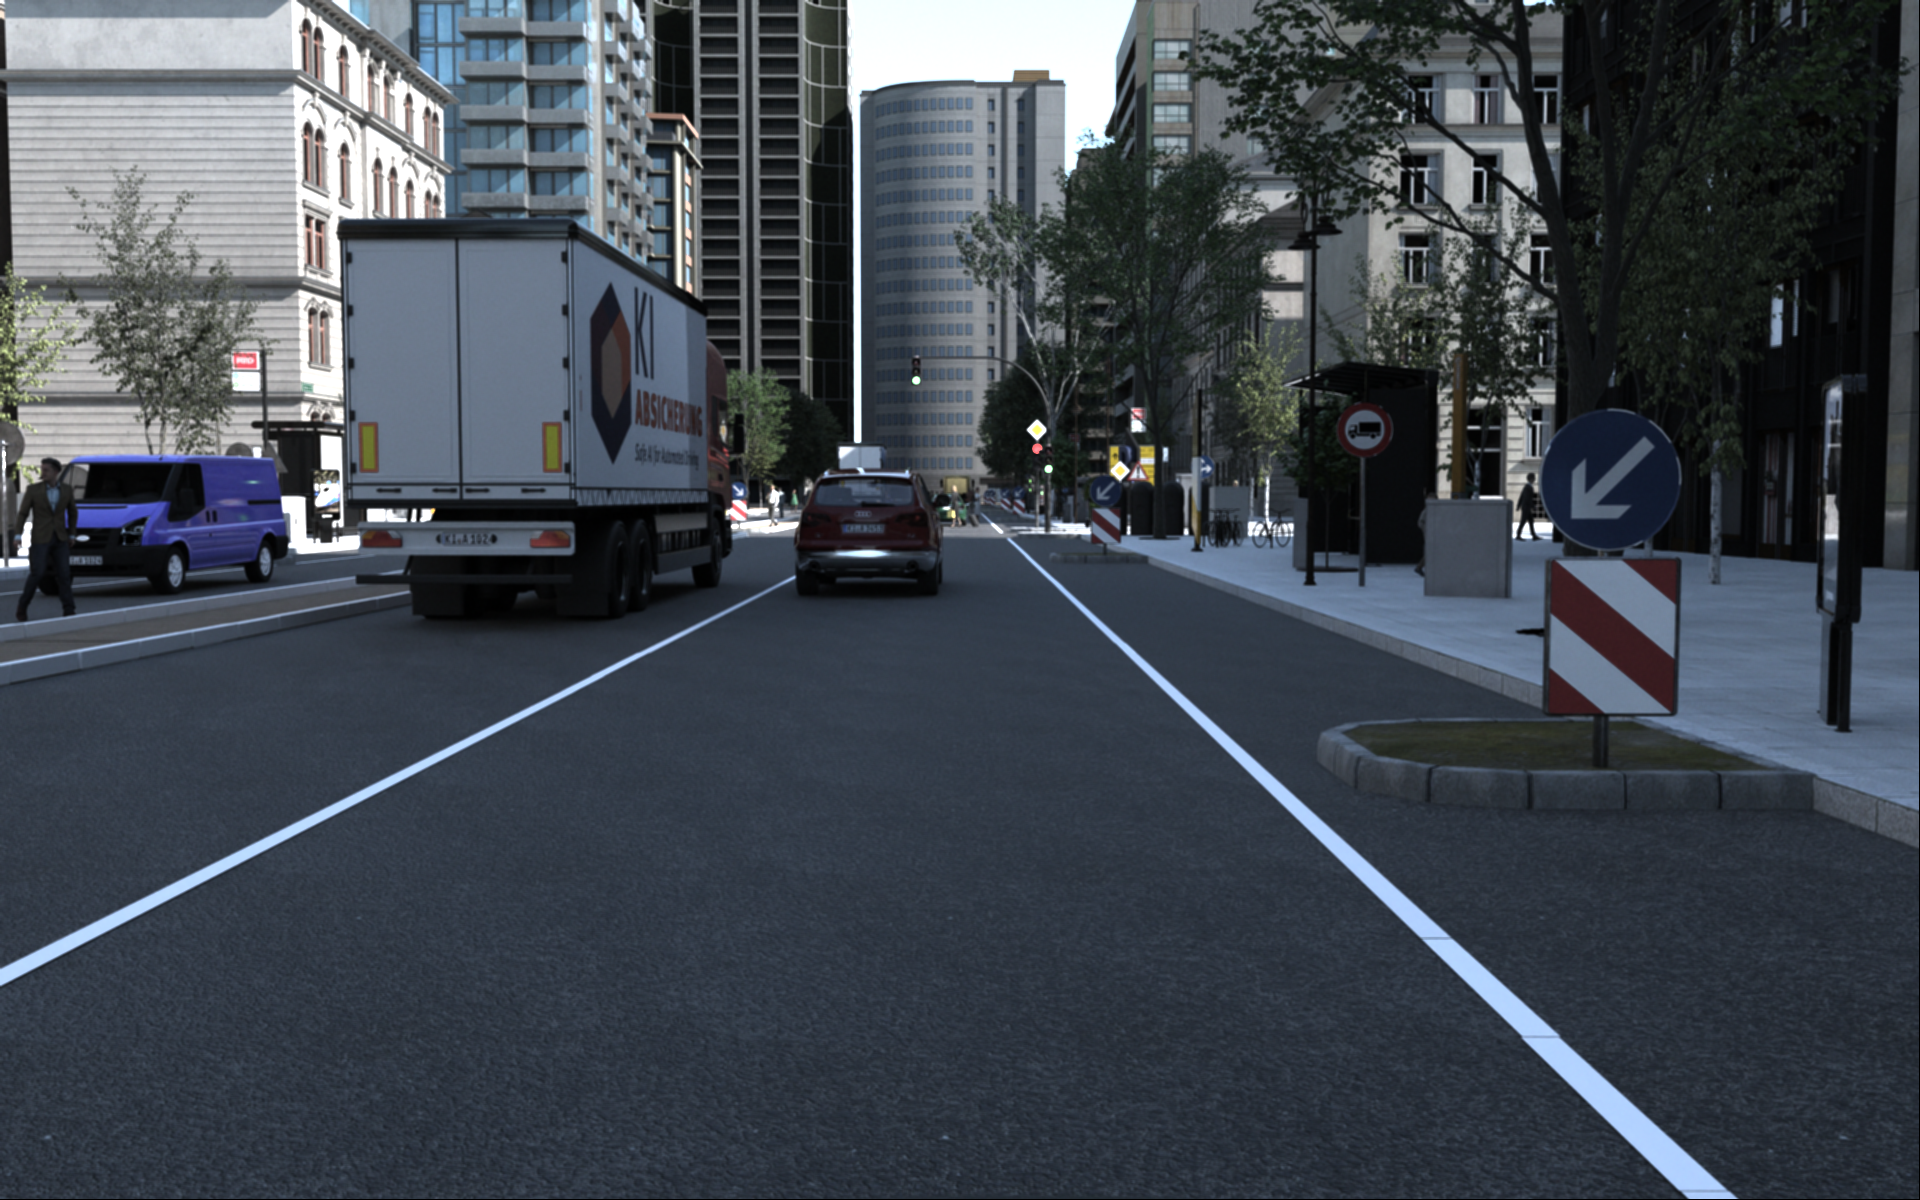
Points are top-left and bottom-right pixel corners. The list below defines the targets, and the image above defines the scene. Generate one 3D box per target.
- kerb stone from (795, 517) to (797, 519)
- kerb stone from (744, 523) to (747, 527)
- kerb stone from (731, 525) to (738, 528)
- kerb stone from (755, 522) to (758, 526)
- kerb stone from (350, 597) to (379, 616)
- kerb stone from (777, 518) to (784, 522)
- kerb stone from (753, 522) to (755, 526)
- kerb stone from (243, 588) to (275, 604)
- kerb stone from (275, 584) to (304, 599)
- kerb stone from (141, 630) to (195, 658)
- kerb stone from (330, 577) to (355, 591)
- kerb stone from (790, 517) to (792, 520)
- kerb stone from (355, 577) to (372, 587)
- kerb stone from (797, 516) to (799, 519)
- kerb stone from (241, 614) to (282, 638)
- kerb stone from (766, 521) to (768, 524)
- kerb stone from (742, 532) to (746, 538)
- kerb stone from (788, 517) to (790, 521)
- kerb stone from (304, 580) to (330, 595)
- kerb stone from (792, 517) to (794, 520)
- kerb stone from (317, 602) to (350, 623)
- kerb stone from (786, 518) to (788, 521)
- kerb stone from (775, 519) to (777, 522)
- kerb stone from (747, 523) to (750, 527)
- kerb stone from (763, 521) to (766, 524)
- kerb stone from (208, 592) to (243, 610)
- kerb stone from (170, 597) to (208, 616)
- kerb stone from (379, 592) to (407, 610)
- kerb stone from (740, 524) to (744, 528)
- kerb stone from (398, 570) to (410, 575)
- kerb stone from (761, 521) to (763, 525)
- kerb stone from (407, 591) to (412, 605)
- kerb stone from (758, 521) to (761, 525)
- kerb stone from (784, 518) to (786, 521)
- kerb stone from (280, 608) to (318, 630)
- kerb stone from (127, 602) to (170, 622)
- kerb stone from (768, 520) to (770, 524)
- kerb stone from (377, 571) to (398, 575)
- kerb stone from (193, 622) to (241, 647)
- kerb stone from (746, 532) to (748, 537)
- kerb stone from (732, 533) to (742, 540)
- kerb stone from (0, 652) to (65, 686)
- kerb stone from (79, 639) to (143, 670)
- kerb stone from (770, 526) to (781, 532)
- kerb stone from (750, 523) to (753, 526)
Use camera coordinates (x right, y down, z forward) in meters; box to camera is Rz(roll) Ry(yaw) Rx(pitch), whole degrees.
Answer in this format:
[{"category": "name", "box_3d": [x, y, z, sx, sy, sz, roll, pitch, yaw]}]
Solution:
[{"category": "kerb stone", "box_3d": [-9.282, -4.521, 96.116, 0.120, 0.150, 1.000, 0, 3, 0]}, {"category": "kerb stone", "box_3d": [-9.291, -3.142, 73.567, 0.120, 0.150, 1.000, 0, 3, 0]}, {"category": "kerb stone", "box_3d": [-9.292, -3.016, 71.509, 0.120, 0.150, 1.000, 0, 3, 0]}, {"category": "kerb stone", "box_3d": [-9.286, -3.392, 77.660, 0.120, 0.150, 1.000, 0, 3, 0]}, {"category": "kerb stone", "box_3d": [-7.212, 0.089, 20.741, 0.120, 0.150, 1.000, 0, 3, 0]}, {"category": "kerb stone", "box_3d": [-9.290, -4.082, 88.932, 0.120, 0.150, 1.000, 0, 3, 0]}, {"category": "kerb stone", "box_3d": [-9.293, -3.330, 76.637, 0.120, 0.150, 1.000, 0, 3, 0]}, {"category": "kerb stone", "box_3d": [-9.304, -0.036, 22.782, 0.120, 0.150, 1.000, 0, 3, 0]}, {"category": "kerb stone", "box_3d": [-9.308, -0.098, 23.804, 0.120, 0.150, 1.000, 0, 3, 0]}, {"category": "kerb stone", "box_3d": [-7.209, 0.402, 15.618, 0.120, 0.150, 1.000, 0, 3, 0]}, {"category": "kerb stone", "box_3d": [-9.305, -0.223, 25.848, 0.120, 0.150, 1.000, 0, 3, 0]}, {"category": "kerb stone", "box_3d": [-9.278, -4.332, 93.028, 0.120, 0.150, 1.000, 0, 3, 0]}, {"category": "kerb stone", "box_3d": [-9.309, -0.286, 26.870, 0.120, 0.150, 1.000, 0, 3, 0]}, {"category": "kerb stone", "box_3d": [-9.285, -4.584, 97.138, 0.120, 0.150, 1.000, 0, 3, 0]}, {"category": "kerb stone", "box_3d": [-7.207, 0.282, 17.674, 0.120, 0.150, 1.000, 0, 3, 0]}, {"category": "kerb stone", "box_3d": [-9.285, -3.643, 81.763, 0.120, 0.150, 1.000, 0, 3, 0]}, {"category": "kerb stone", "box_3d": [-7.189, -2.107, 56.638, 0.120, 0.150, 1.000, 0, 3, 0]}, {"category": "kerb stone", "box_3d": [-9.279, -4.267, 92.006, 0.120, 0.150, 1.000, 0, 3, 0]}, {"category": "kerb stone", "box_3d": [-9.312, -0.161, 24.826, 0.120, 0.150, 1.000, 0, 3, 0]}, {"category": "kerb stone", "box_3d": [-9.281, -4.395, 94.051, 0.120, 0.150, 1.000, 0, 3, 0]}, {"category": "kerb stone", "box_3d": [-7.213, 0.151, 19.719, 0.120, 0.150, 1.000, 0, 3, 0]}, {"category": "kerb stone", "box_3d": [-9.281, -4.207, 90.984, 0.120, 0.150, 1.000, 0, 3, 0]}, {"category": "kerb stone", "box_3d": [-9.289, -3.891, 85.853, 0.120, 0.150, 1.000, 0, 3, 0]}, {"category": "kerb stone", "box_3d": [-9.293, -3.201, 74.590, 0.120, 0.150, 1.000, 0, 3, 0]}, {"category": "kerb stone", "box_3d": [-9.289, -3.578, 80.741, 0.120, 0.150, 1.000, 0, 3, 0]}, {"category": "kerb stone", "box_3d": [-9.304, 0.027, 21.748, 0.120, 0.150, 1.000, 0, 3, 0]}, {"category": "kerb stone", "box_3d": [-9.308, 0.090, 20.727, 0.120, 0.150, 1.000, 0, 3, 0]}, {"category": "kerb stone", "box_3d": [-7.206, 0.027, 21.764, 0.120, 0.150, 1.000, 0, 3, 0]}, {"category": "kerb stone", "box_3d": [-9.288, -3.079, 72.541, 0.120, 0.150, 1.000, 0, 3, 0]}, {"category": "kerb stone", "box_3d": [-9.311, -0.411, 28.921, 0.120, 0.150, 1.000, 0, 3, 0]}, {"category": "kerb stone", "box_3d": [-9.283, -3.518, 79.716, 0.120, 0.150, 1.000, 0, 3, 0]}, {"category": "kerb stone", "box_3d": [-7.216, -0.036, 22.788, 0.120, 0.150, 1.000, 0, 3, 0]}, {"category": "kerb stone", "box_3d": [-9.287, -3.456, 78.694, 0.120, 0.150, 1.000, 0, 3, 0]}, {"category": "kerb stone", "box_3d": [-9.296, -4.144, 89.957, 0.120, 0.150, 1.000, 0, 3, 0]}, {"category": "kerb stone", "box_3d": [-7.206, 0.215, 18.696, 0.120, 0.150, 1.000, 0, 3, 0]}, {"category": "kerb stone", "box_3d": [-9.311, 0.152, 19.703, 0.120, 0.150, 1.000, 0, 3, 0]}, {"category": "kerb stone", "box_3d": [-9.283, -3.703, 82.786, 0.120, 0.150, 1.000, 0, 3, 0]}, {"category": "kerb stone", "box_3d": [-9.312, -0.338, 27.894, 0.120, 0.150, 1.000, 0, 3, 0]}, {"category": "kerb stone", "box_3d": [-7.202, 0.340, 16.640, 0.120, 0.150, 1.000, 0, 3, 0]}, {"category": "kerb stone", "box_3d": [-7.192, -2.169, 57.659, 0.120, 0.150, 1.000, 0, 3, 0]}, {"category": "kerb stone", "box_3d": [-7.199, -2.042, 55.616, 0.120, 0.150, 1.000, 0, 3, 0]}, {"category": "kerb stone", "box_3d": [-7.222, 0.529, 13.565, 0.120, 0.150, 1.000, 0, 3, 0]}, {"category": "kerb stone", "box_3d": [-7.207, 0.465, 14.591, 0.120, 0.150, 1.000, 0, 3, 0]}, {"category": "kerb stone", "box_3d": [-7.194, -2.766, 67.414, 0.120, 0.150, 1.000, 0, 3, 0]}, {"category": "kerb stone", "box_3d": [-9.290, -3.264, 75.612, 0.120, 0.150, 1.000, 0, 3, 0]}]
